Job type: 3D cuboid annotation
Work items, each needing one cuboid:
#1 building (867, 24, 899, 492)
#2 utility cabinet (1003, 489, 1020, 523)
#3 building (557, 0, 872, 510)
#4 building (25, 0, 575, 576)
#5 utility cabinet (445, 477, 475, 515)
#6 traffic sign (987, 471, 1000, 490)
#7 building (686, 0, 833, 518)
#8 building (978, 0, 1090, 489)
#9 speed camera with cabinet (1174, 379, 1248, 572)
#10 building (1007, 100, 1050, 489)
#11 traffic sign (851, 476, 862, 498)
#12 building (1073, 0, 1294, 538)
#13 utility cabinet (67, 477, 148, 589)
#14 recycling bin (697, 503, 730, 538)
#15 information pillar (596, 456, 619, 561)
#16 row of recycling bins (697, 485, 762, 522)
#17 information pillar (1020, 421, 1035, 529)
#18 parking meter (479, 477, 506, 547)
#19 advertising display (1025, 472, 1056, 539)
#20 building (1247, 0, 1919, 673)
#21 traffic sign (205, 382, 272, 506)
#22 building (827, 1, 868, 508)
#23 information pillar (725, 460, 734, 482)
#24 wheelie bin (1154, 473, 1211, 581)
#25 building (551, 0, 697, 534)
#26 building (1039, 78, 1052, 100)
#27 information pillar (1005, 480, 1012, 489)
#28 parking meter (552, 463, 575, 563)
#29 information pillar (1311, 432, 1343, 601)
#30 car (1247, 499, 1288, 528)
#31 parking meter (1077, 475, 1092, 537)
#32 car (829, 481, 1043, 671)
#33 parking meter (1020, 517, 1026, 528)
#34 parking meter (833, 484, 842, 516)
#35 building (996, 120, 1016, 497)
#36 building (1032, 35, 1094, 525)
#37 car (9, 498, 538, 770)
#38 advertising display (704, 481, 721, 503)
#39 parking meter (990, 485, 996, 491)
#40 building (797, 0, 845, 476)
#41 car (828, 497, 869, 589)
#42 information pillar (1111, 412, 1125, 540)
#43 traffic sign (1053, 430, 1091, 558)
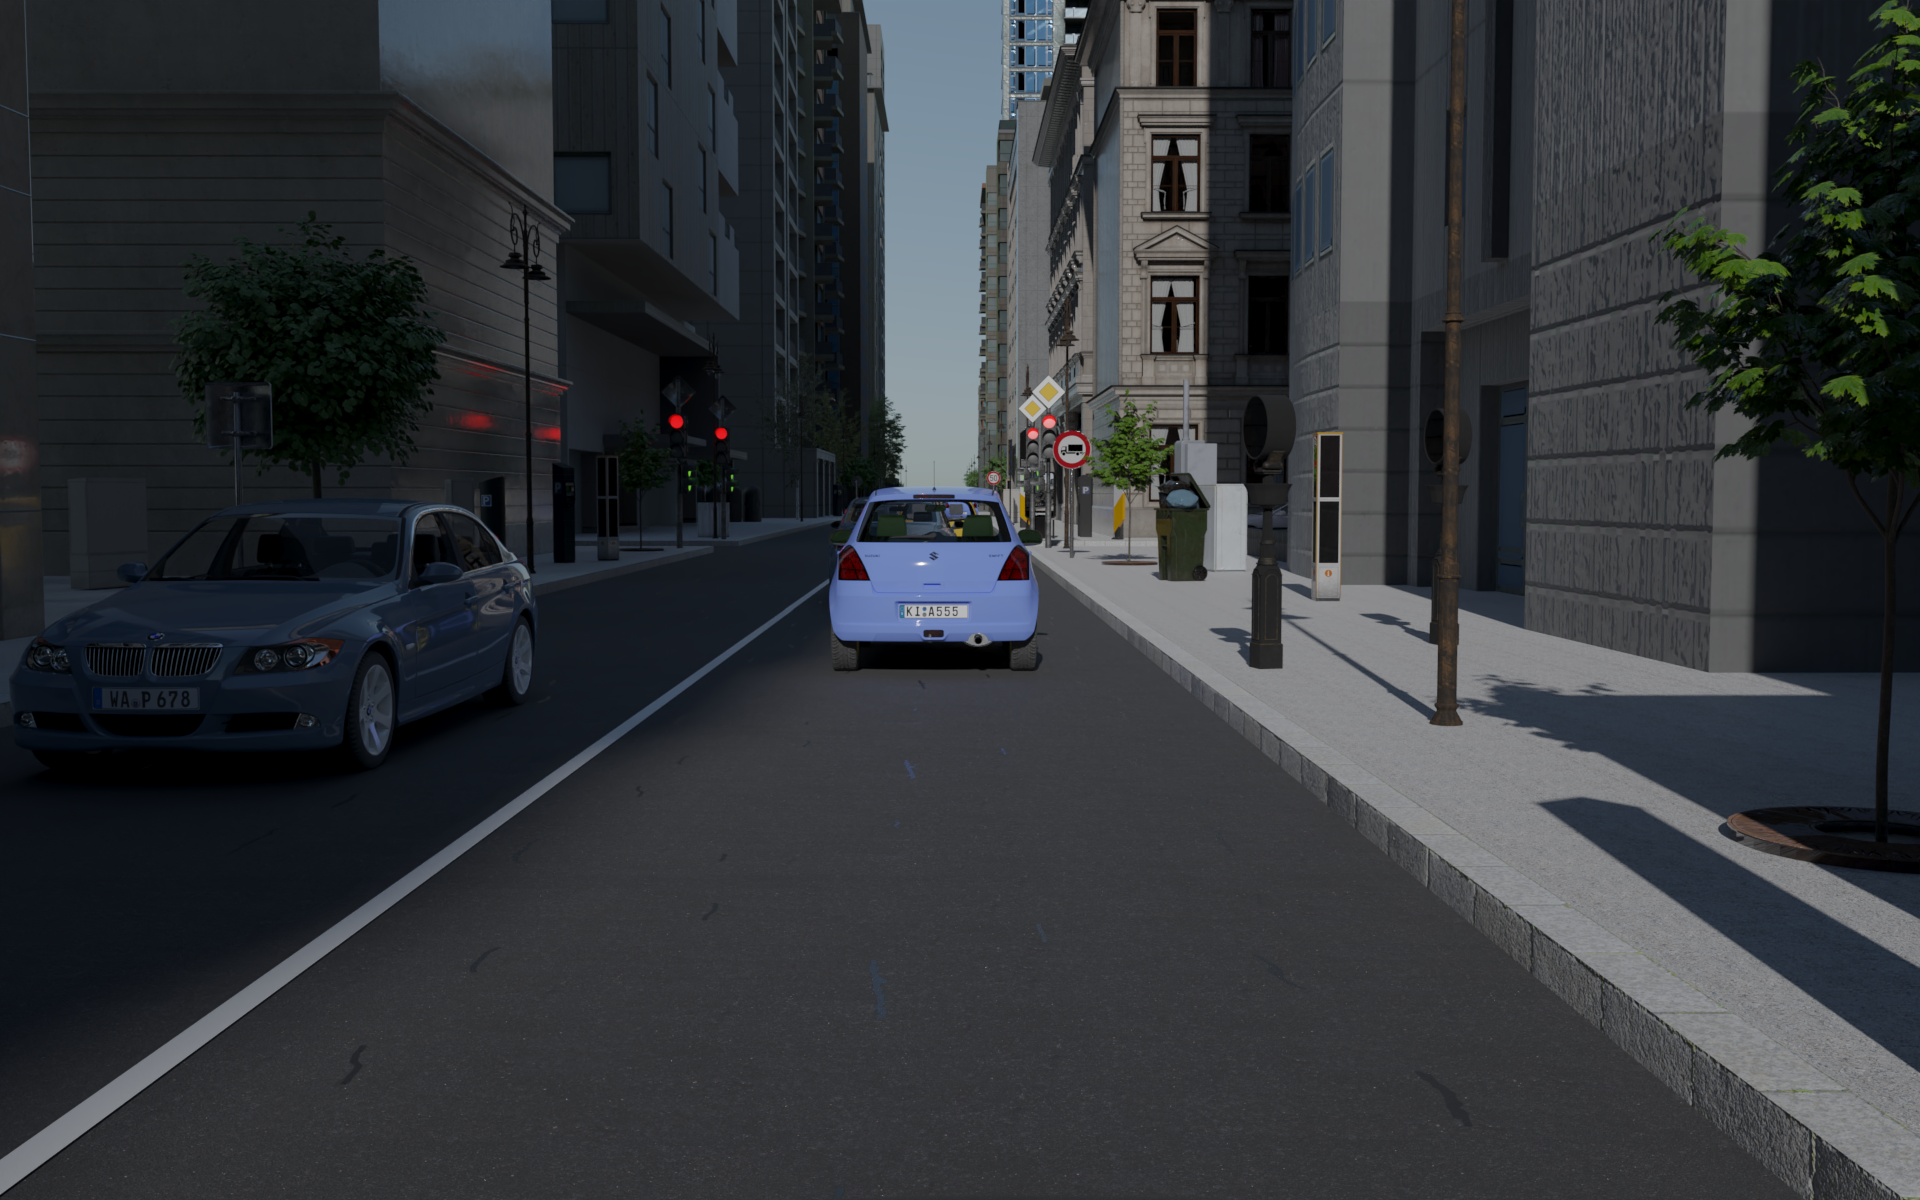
[{"bbox_3d":[-19.840,-50.843,269.529,20.563,71.187,20.611,0,4,0],"label":"building"},{"bbox_3d":[2.533,-4.177,76.979,1.173,1.500,0.318,1,4,20],"label":"utility cabinet"},{"bbox_3d":[-23.986,-36.158,180.415,28.713,52.752,27.495,0,4,0],"label":"building"},{"bbox_3d":[-25.819,-13.085,33.032,34.723,24.649,14.460,0,4,0],"label":"building"},{"bbox_3d":[-6.651,-0.876,22.996,0.318,1.500,1.173,-1,4,-20],"label":"utility cabinet"},{"bbox_3d":[1.867,-5.881,96.267,0.768,2.556,0.104,0,4,5],"label":"traffic sign"},{"bbox_3d":[-17.862,-40.486,100.195,20.563,71.187,20.611,0,4,0],"label":"building"},{"bbox_3d":[13.335,-53.156,181.772,22.319,86.520,31.000,0,4,0],"label":"building"},{"bbox_3d":[4.236,-2.140,29.326,0.660,3.252,2.038,-1,4,-13],"label":"speed camera with cabinet"},{"bbox_3d":[9.431,-18.124,114.344,12.078,24.808,19.932,0,4,0],"label":"building"},{"bbox_3d":[-7.235,-7.417,121.379,0.768,2.556,0.104,0,4,5],"label":"traffic sign"},{"bbox_3d":[13.574,-11.642,54.971,19.286,19.102,10.561,0,4,0],"label":"building"},{"bbox_3d":[-11.597,-0.912,23.585,0.318,1.500,1.173,1,4,12],"label":"utility cabinet"},{"bbox_3d":[-7.340,-2.386,51.563,0.722,1.027,0.722,-3,4,-37],"label":"recycling bin"},{"bbox_3d":[-6.780,-1.764,33.336,0.304,2.012,0.304,2,4,35],"label":"information pillar"},{"bbox_3d":[-10.781,-4.403,79.106,3.534,1.692,1.069,-2,4,-24],"label":"row of recycling bins"},{"bbox_3d":[2.151,-3.892,54.986,0.504,3.616,0.183,-1,4,-9],"label":"information pillar"},{"bbox_3d":[-6.770,-1.020,25.082,0.372,1.533,0.369,0,3,0],"label":"parking meter"},{"bbox_3d":[2.319,-2.736,49.945,0.974,1.923,0.123,2,4,31],"label":"advertising display"},{"bbox_3d":[15.782,-29.522,24.676,21.231,58.520,28.212,0,4,0],"label":"building"},{"bbox_3d":[-6.608,-0.841,15.888,0.606,2.300,0.079,0,4,2],"label":"traffic sign"},{"bbox_3d":[-15.718,-31.154,159.476,14.600,45.320,14.200,0,4,0],"label":"building"},{"bbox_3d":[-10.792,-5.463,80.678,0.504,3.616,0.183,1,4,13],"label":"information pillar"},{"bbox_3d":[3.273,-1.083,25.614,0.693,1.594,0.980,-1,4,-19],"label":"wheelie bin"},{"bbox_3d":[-22.721,-28.904,61.812,28.713,52.752,27.495,0,4,0],"label":"building"},{"bbox_3d":[19.204,-28.373,155.774,32.217,40.220,23.993,0,4,0],"label":"building"},{"bbox_3d":[2.482,-5.114,88.101,0.304,2.012,0.304,-1,4,-8],"label":"information pillar"},{"bbox_3d":[-7.368,-1.622,32.233,0.399,1.863,0.255,3,4,38],"label":"parking meter"},{"bbox_3d":[4.403,-0.997,20.787,0.304,2.012,0.304,0,4,1],"label":"information pillar"},{"bbox_3d":[8.761,-1.983,44.780,4.827,1.381,2.083,0,3,0],"label":"car"},{"bbox_3d":[3.727,-2.847,52.254,0.255,1.863,0.399,2,4,28],"label":"parking meter"},{"bbox_3d":[-0.217,-0.350,15.322,1.945,1.707,3.694,0,4,-1],"label":"car"},{"bbox_3d":[2.421,-3.683,65.924,0.255,1.863,0.399,0,4,-3],"label":"parking meter"},{"bbox_3d":[-7.159,-5.796,100.472,0.399,1.863,0.255,1,4,16],"label":"parking meter"},{"bbox_3d":[9.847,-22.343,137.002,14.160,30.474,14.107,0,4,0],"label":"building"},{"bbox_3d":[8.814,-14.252,83.935,10.553,20.767,40.483,0,4,0],"label":"building"},{"bbox_3d":[-3.862,0.090,10.525,2.014,1.417,4.499,0,4,1],"label":"car"},{"bbox_3d":[-12.594,-5.089,88.419,0.974,1.923,0.123,0,4,7],"label":"advertising display"},{"bbox_3d":[1.890,-5.714,99.138,0.255,1.863,0.399,2,4,26],"label":"parking meter"},{"bbox_3d":[-20.756,-29.562,137.970,22.147,44.769,28.867,0,4,0],"label":"building"},{"bbox_3d":[-0.908,-0.796,25.019,2.014,1.417,4.499,0,4,1],"label":"car"},{"bbox_3d":[4.472,-3.502,48.612,0.183,3.616,0.504,-2,4,-27],"label":"information pillar"},{"bbox_3d":[2.238,-2.111,34.626,0.768,2.556,0.104,1,4,9],"label":"traffic sign"}]
